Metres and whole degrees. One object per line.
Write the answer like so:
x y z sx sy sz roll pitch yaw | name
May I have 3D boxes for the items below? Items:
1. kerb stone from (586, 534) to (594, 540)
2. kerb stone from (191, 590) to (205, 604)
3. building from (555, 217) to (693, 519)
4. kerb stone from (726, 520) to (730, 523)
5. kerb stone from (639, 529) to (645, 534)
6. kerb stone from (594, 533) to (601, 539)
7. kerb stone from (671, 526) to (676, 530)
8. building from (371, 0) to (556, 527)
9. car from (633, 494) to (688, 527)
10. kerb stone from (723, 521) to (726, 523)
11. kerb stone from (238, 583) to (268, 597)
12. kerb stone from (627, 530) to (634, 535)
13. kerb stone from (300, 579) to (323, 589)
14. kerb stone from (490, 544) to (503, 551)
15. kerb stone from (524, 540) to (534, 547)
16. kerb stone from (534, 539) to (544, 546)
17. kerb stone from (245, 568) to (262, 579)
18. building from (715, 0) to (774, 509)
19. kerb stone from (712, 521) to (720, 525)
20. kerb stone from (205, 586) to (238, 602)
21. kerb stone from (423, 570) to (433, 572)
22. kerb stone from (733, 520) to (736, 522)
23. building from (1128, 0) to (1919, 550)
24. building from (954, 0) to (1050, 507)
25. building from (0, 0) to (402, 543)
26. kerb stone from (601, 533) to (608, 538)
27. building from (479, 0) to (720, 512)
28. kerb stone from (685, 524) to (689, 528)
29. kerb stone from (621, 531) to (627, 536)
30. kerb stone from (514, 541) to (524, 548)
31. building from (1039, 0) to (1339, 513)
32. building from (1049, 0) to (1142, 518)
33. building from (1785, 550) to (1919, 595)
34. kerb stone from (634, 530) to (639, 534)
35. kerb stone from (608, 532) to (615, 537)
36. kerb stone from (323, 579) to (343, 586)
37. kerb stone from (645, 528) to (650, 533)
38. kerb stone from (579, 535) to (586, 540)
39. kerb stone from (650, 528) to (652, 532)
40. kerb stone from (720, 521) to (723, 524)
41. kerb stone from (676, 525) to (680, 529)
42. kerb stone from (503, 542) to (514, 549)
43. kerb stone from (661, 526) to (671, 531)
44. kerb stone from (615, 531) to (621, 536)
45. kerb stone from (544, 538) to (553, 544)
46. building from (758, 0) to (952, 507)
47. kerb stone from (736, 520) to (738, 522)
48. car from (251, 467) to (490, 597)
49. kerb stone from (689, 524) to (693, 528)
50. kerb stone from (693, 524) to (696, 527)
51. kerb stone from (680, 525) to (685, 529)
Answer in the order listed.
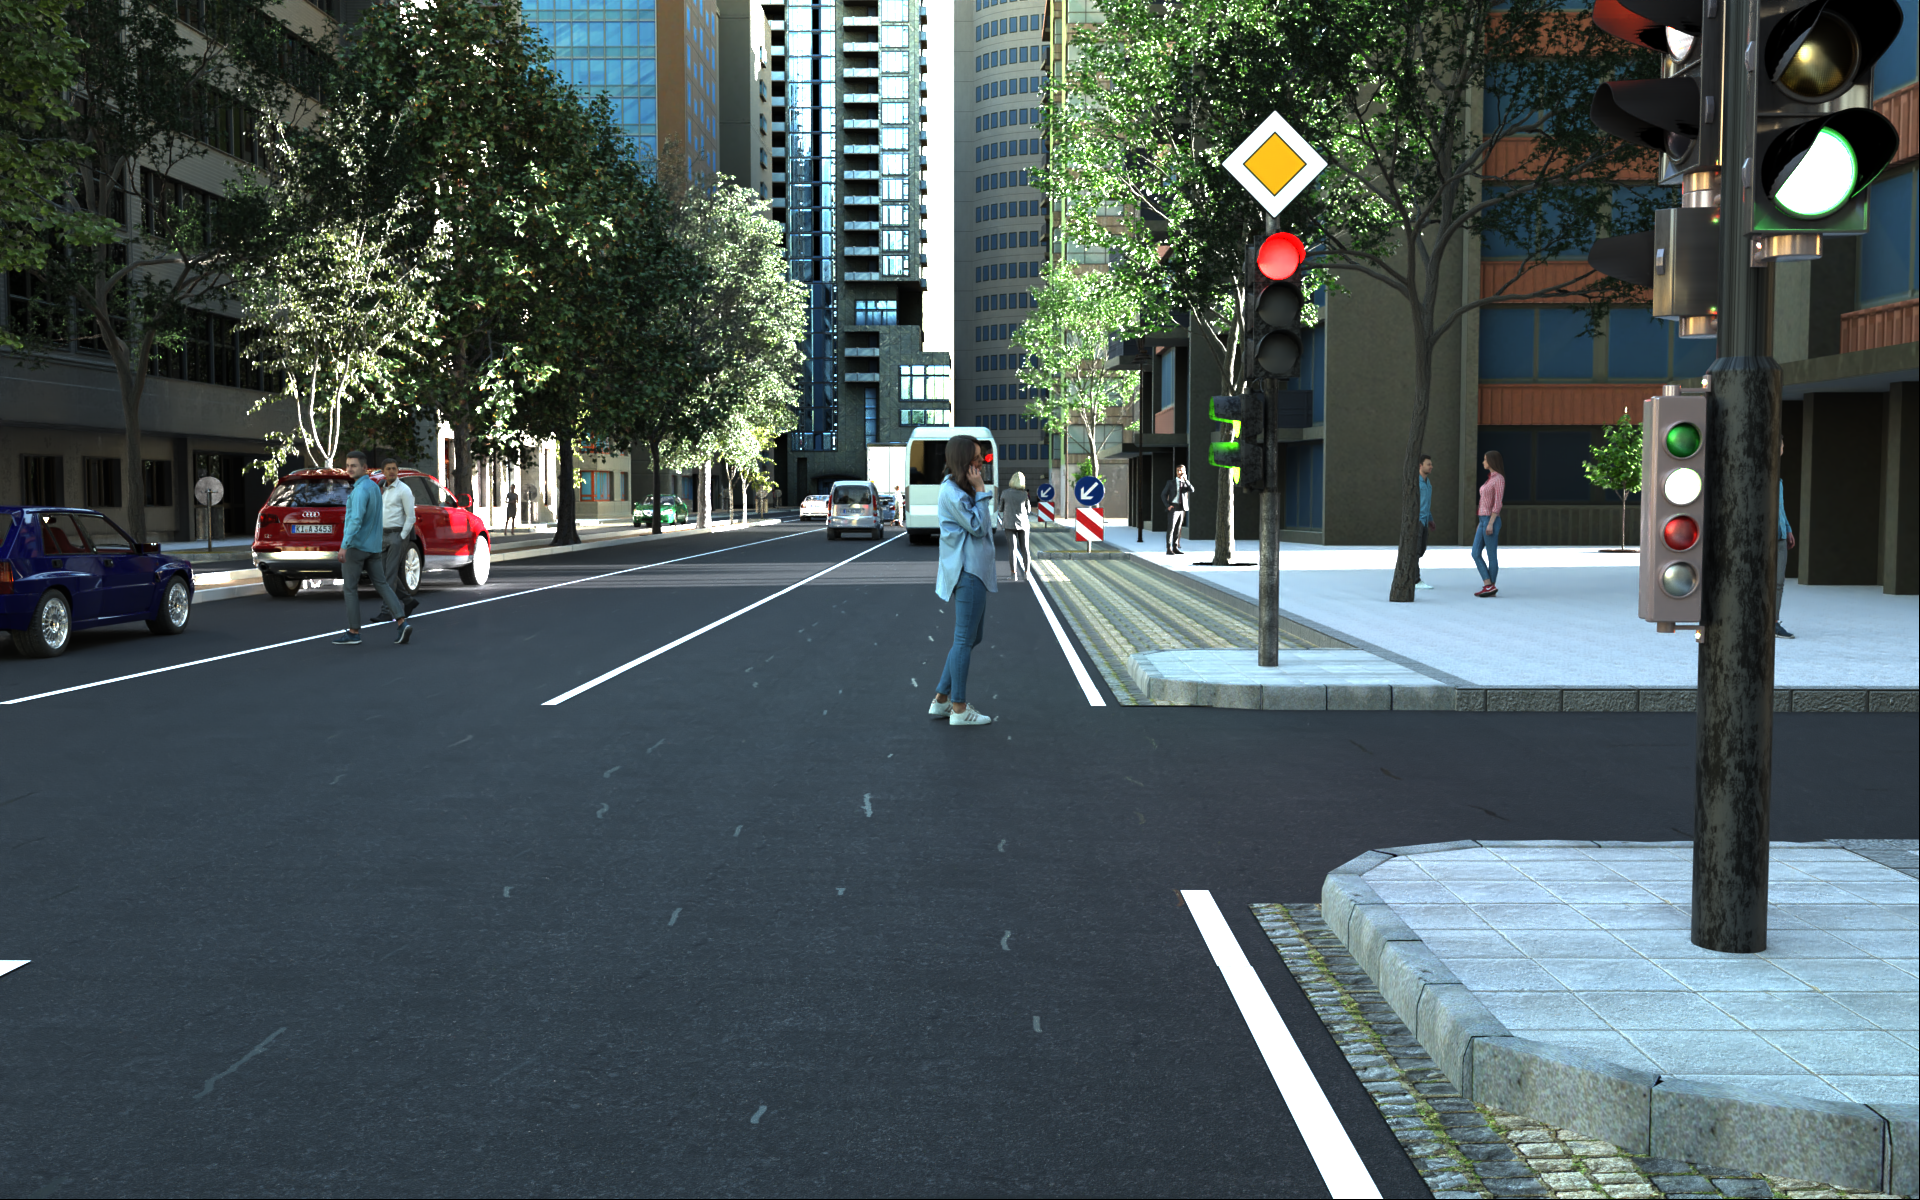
-11.709 -1.952 54.149 0.120 0.150 1.000 0 4 1 | kerb stone
-10.084 -0.009 22.388 0.120 0.150 1.000 0 4 1 | kerb stone
-32.254 -15.783 103.091 27.650 21.520 28.899 0 4 1 | building
-11.275 -3.710 82.862 0.120 0.150 1.000 0 4 1 | kerb stone
-11.577 -2.456 62.354 0.120 0.150 1.000 0 4 1 | kerb stone
-11.694 -2.013 55.174 0.120 0.150 1.000 0 4 1 | kerb stone
-11.488 -2.832 68.497 0.120 0.150 1.000 0 4 1 | kerb stone
-23.489 -13.108 69.060 10.420 20.320 16.860 0 4 1 | building
-13.176 -3.947 76.324 2.131 1.459 4.920 0 4 0 | car
-11.294 -3.648 81.840 0.120 0.150 1.000 0 4 1 | kerb stone
-10.060 -0.136 24.439 0.120 0.150 1.000 0 4 1 | kerb stone
-11.614 -2.331 60.305 0.120 0.150 1.000 0 4 1 | kerb stone
-10.033 -0.263 26.489 0.120 0.150 1.000 0 4 1 | kerb stone
-11.859 -1.328 43.909 0.120 0.150 1.000 0 4 1 | kerb stone
-11.819 -1.516 46.976 0.120 0.150 1.000 0 4 1 | kerb stone
-11.801 -1.579 48.009 0.120 0.150 1.000 0 4 1 | kerb stone
-12.093 -0.452 29.580 0.120 0.150 1.000 0 4 1 | kerb stone
-28.411 -32.412 153.632 21.600 48.544 21.300 0 4 1 | building
-11.323 -3.523 79.793 0.120 0.150 1.000 0 4 1 | kerb stone
-10.074 -0.074 23.413 0.120 0.150 1.000 0 4 1 | kerb stone
-9.934 -0.636 32.640 0.120 0.150 1.000 0 4 1 | kerb stone
-11.252 -3.833 84.919 0.120 0.150 1.000 0 4 1 | kerb stone
16.145 -24.500 55.201 22.147 44.769 28.867 0 4 1 | building
13.413 -39.050 180.471 28.212 58.520 21.231 0 4 1 | building
-26.436 -13.852 45.554 14.314 24.678 30.058 0 4 1 | building
-11.685 -2.080 56.206 0.120 0.150 1.000 0 4 1 | kerb stone
-25.262 -28.970 123.771 14.600 45.320 14.200 0 4 1 | building
-11.443 -3.016 71.590 0.120 0.150 1.000 0 4 1 | kerb stone
-11.631 -2.262 59.272 0.120 0.150 1.000 0 4 1 | kerb stone
-11.833 -1.453 45.953 0.120 0.150 1.000 0 4 1 | kerb stone
18.087 -30.207 148.514 22.147 44.769 28.867 0 4 1 | building
12.805 -26.241 112.627 14.154 41.232 14.086 0 4 1 | building
25.272 -22.449 21.672 28.867 44.769 22.147 0 4 1 | building
-11.603 -2.393 61.328 0.120 0.150 1.000 0 4 1 | kerb stone
-11.663 -2.143 57.228 0.120 0.150 1.000 0 4 1 | kerb stone
-10.017 -0.325 27.511 0.120 0.150 1.000 0 4 1 | kerb stone
-11.576 -2.519 63.377 0.120 0.150 1.000 0 4 1 | kerb stone
-11.725 -1.892 53.126 0.120 0.150 1.000 0 4 1 | kerb stone
-11.552 -2.581 64.399 0.120 0.150 1.000 0 4 1 | kerb stone
-11.309 -3.585 80.817 0.120 0.150 1.000 0 4 1 | kerb stone
-11.476 -2.895 69.531 0.120 0.150 1.000 0 4 1 | kerb stone
-11.844 -1.387 44.931 0.120 0.150 1.000 0 4 1 | kerb stone
-11.512 -2.769 67.467 0.120 0.150 1.000 0 4 1 | kerb stone
-11.648 -2.205 58.250 0.120 0.150 1.000 0 4 1 | kerb stone
-11.787 -1.640 49.031 0.120 0.150 1.000 0 4 1 | kerb stone
-16.437 -53.091 180.707 31.000 86.520 22.319 0 4 1 | building
-11.234 -3.899 85.941 0.120 0.150 1.000 0 4 1 | kerb stone
-8.594 -1.043 25.727 2.281 1.827 5.304 0 4 2 | car
-11.436 -3.082 72.615 0.120 0.150 1.000 0 4 1 | kerb stone
-11.422 -3.146 73.637 0.120 0.150 1.000 0 4 1 | kerb stone
-11.462 -2.958 70.553 0.120 0.150 1.000 0 4 1 | kerb stone
